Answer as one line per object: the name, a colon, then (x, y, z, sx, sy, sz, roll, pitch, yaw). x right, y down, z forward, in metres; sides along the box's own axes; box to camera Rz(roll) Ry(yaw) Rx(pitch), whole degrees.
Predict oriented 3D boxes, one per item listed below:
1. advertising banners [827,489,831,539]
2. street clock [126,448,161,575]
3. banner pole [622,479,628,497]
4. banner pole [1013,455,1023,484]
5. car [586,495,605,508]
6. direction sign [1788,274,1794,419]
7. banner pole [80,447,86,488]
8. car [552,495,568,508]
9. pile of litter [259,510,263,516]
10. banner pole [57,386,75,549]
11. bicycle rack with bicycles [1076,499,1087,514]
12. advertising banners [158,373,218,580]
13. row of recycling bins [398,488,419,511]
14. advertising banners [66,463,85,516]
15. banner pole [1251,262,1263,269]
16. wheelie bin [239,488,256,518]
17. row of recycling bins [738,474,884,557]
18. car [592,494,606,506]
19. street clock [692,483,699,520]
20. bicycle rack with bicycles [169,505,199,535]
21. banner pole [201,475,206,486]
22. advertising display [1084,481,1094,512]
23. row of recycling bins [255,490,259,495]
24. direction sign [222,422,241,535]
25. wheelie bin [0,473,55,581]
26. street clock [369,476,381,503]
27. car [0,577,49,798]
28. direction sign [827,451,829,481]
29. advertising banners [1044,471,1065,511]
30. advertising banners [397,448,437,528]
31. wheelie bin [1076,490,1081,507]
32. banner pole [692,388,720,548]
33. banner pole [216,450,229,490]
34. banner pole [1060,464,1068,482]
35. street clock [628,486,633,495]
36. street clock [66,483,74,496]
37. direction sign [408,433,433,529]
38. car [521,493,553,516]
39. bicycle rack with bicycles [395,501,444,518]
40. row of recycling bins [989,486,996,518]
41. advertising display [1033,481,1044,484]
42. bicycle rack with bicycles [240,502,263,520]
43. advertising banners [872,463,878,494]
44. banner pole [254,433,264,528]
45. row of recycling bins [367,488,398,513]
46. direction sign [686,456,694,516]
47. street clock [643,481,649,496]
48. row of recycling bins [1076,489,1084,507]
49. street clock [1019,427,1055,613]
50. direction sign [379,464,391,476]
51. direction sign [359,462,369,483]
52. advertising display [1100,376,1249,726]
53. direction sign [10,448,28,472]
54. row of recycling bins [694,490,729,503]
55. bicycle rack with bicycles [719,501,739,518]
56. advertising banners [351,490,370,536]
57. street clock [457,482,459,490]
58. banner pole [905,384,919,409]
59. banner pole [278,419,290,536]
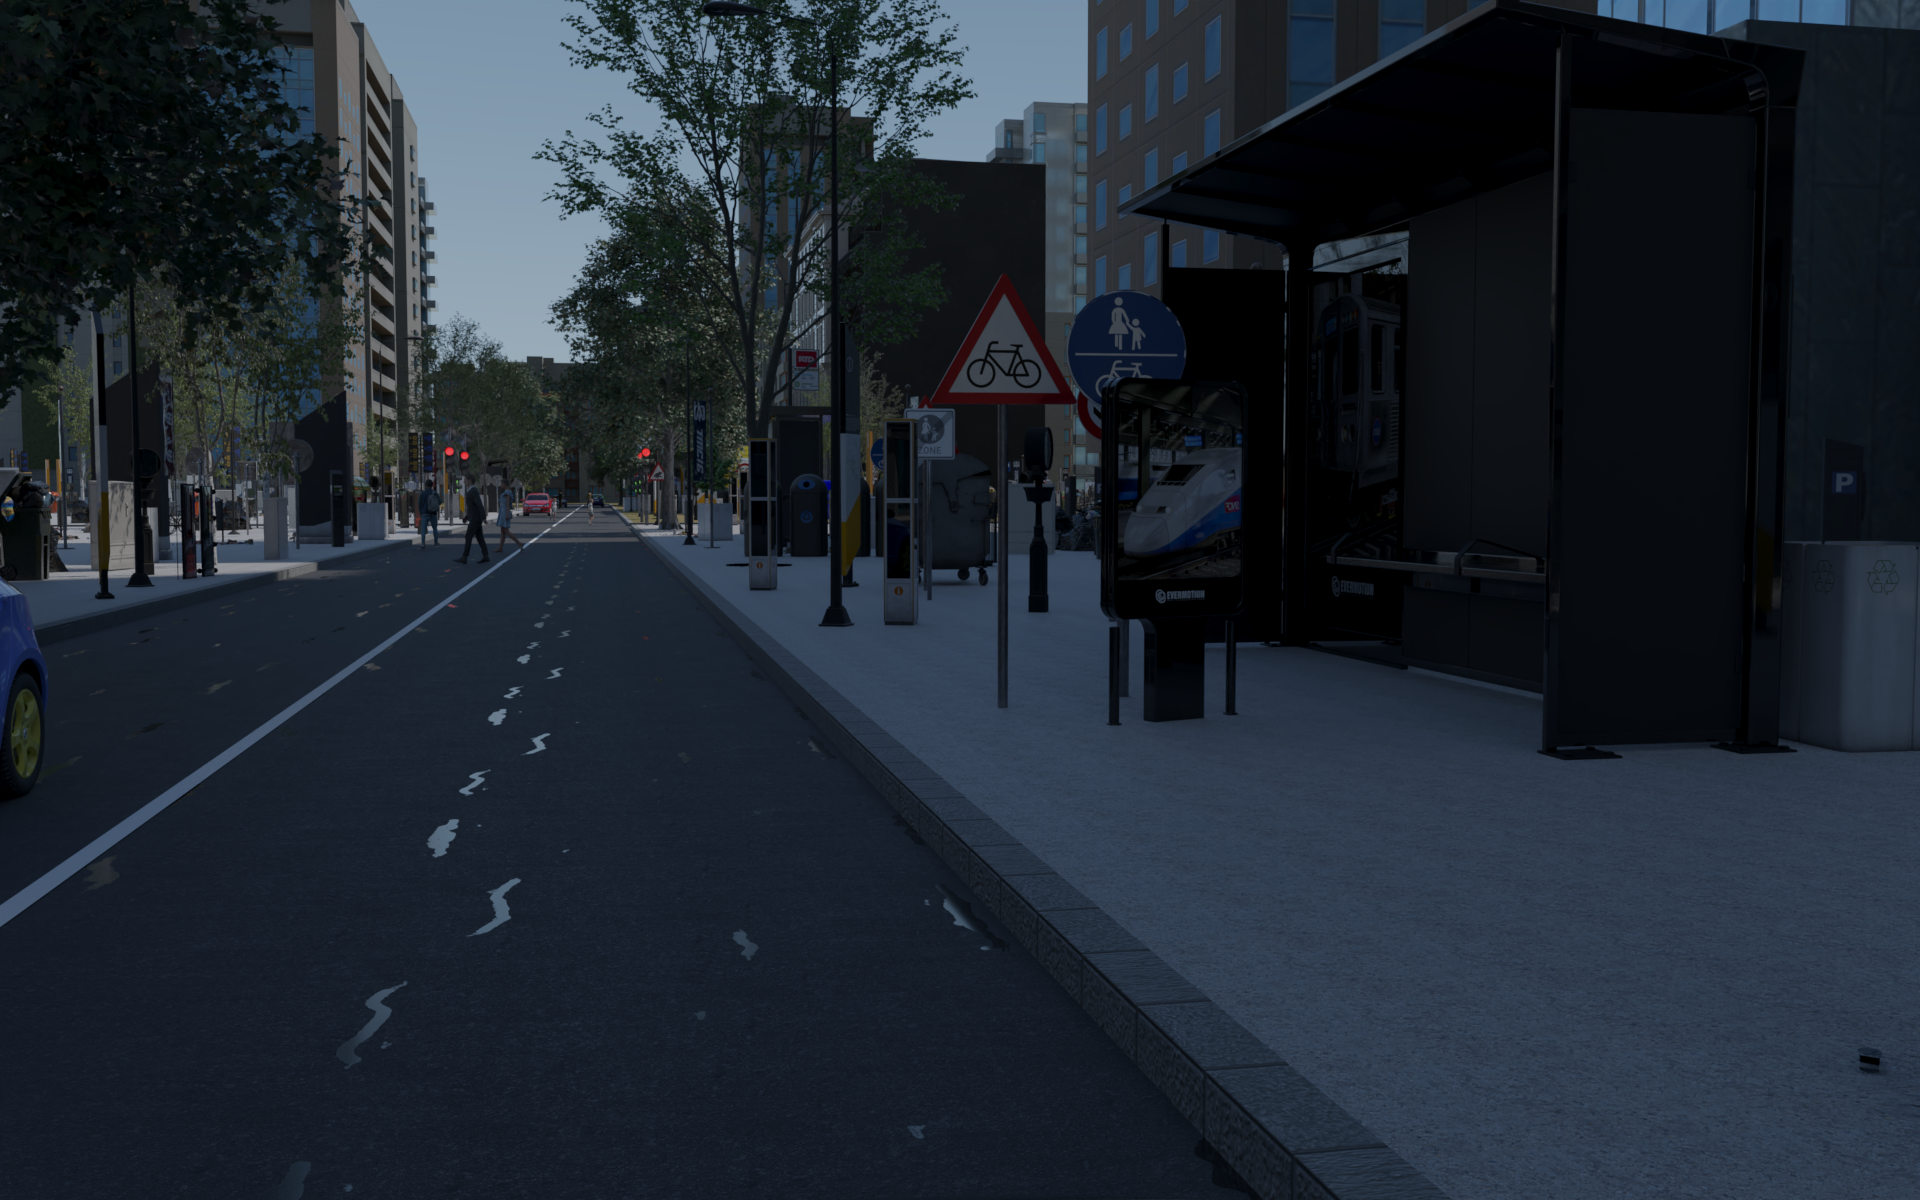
advertising banners: (-3.907, -3.307, 50.262, 0.090, 3.025, 2.074, -1, 4, -18)
street clock: (-12.881, -1.394, 27.370, 0.471, 2.002, 0.358, -3, 5, -41)
banner pole: (-28.994, -9.788, 150.052, 0.401, 3.779, 0.863, 2, 4, 31)
banner pole: (3.786, -7.418, 111.298, 0.863, 3.779, 0.401, 1, 4, 11)
car: (-38.397, -10.388, 182.424, 1.945, 1.354, 3.894, -1, 4, -11)
direction sign: (8.164, -1.594, 18.060, 0.876, 3.537, 0.379, 1, 4, 17)
banner pole: (-45.379, -6.091, 89.613, 0.863, 3.779, 0.401, 3, 5, 41)
car: (-42.038, -10.328, 181.438, 1.945, 1.354, 3.894, -1, 4, -12)
pile of litter: (-40.172, -5.338, 101.240, 1.719, 0.858, 1.176, -1, 4, -12)
banner pole: (-20.942, -3.081, 40.392, 0.401, 3.779, 0.863, -2, 4, -32)
bicycle rack with bicycles: (9.407, -6.675, 122.524, 2.925, 0.926, 2.852, 2, 4, 33)
advertising banners: (-11.668, -1.834, 26.180, 0.090, 3.025, 2.074, 0, 4, -4)
row of recycling bins: (-38.850, -6.934, 120.481, 3.534, 1.692, 1.069, 1, 4, 14)
advertising banners: (-50.463, -6.275, 98.791, 2.074, 3.025, 0.090, 2, 4, 29)
banner pole: (2.985, -1.758, 18.768, 0.863, 3.779, 0.401, -1, 4, -14)
wheelie bin: (-38.811, -5.294, 94.467, 0.980, 1.594, 0.693, -1, 4, -23)
row of recycling bins: (-2.702, -1.740, 35.564, 3.534, 1.692, 1.069, 0, 4, 3)
car: (-44.418, -12.251, 212.095, 2.131, 1.459, 4.920, -1, 4, -12)
street clock: (-12.866, -4.887, 84.471, 0.358, 2.002, 0.471, 1, 4, 20)
bicycle rack with bicycles: (-25.187, -2.531, 54.762, 2.925, 0.926, 2.852, 1, 4, 23)
banner pole: (-45.631, -7.010, 104.633, 0.863, 3.779, 0.401, 0, 4, -3)
advertising display: (6.388, -4.834, 84.241, 0.123, 1.923, 0.974, -2, 4, -34)
row of recycling bins: (-54.312, -7.938, 136.894, 3.534, 1.692, 1.069, -3, 4, -36)
direction sign: (-22.998, -3.838, 54.754, 0.379, 3.537, 0.876, 1, 4, 11)
wheelie bin: (-13.937, -1.097, 25.848, 0.693, 1.594, 0.980, -1, 4, -13)
street clock: (-23.140, -3.918, 68.631, 0.471, 2.002, 0.358, 1, 4, 22)
car: (-4.986, 0.171, 6.799, 1.945, 1.707, 3.694, -1, 4, -12)
direction sign: (-6.910, -6.050, 90.906, 0.379, 3.537, 0.876, -1, 4, -10)
advertising banners: (3.454, -4.150, 64.048, 0.090, 3.025, 2.074, 2, 4, 34)
advertising banners: (-20.351, -4.209, 65.006, 2.074, 3.025, 0.090, 2, 4, 29)
wheelie bin: (8.357, -7.233, 126.171, 0.980, 1.594, 0.693, 1, 4, 19)
banner pole: (-6.011, -3.104, 40.771, 0.401, 3.779, 0.863, 2, 4, 34)
banner pole: (-42.319, -6.682, 99.262, 0.863, 3.779, 0.401, 0, 4, 2)
banner pole: (8.671, -9.467, 144.805, 0.863, 3.779, 0.401, 1, 4, 9)
street clock: (-27.692, -8.629, 145.650, 0.471, 2.002, 0.358, 3, 5, 45)
street clock: (-57.291, -6.542, 111.529, 0.471, 2.002, 0.358, 2, 4, 26)
direction sign: (-19.867, -4.396, 63.870, 0.876, 3.537, 0.379, 0, 4, -1)
car: (-27.626, -6.383, 113.408, 2.155, 1.783, 4.494, -1, 4, -10)
bicycle rack with bicycles: (-29.777, -4.984, 94.875, 2.925, 0.926, 2.852, 3, 5, 42)
row of recycling bins: (2.775, -5.004, 88.928, 3.534, 1.692, 1.069, 0, 4, 3)
advertising display: (2.582, -3.374, 60.380, 0.123, 1.923, 0.974, -2, 4, -34)
bicycle rack with bicycles: (-34.951, -4.314, 83.909, 2.852, 0.926, 2.925, -3, 5, -45)
advertising banners: (-4.993, -5.559, 87.072, 2.074, 3.025, 0.090, -2, 4, -23)
banner pole: (-26.090, -4.554, 64.467, 0.863, 3.779, 0.401, 3, 5, 42)
row of recycling bins: (-37.783, -6.293, 109.996, 3.534, 1.692, 1.069, 0, 4, 3)
direction sign: (-15.879, -6.796, 103.110, 0.876, 3.537, 0.379, 0, 4, -7)
street clock: (-17.241, -5.544, 95.212, 0.358, 2.002, 0.471, 0, 4, -2)
row of recycling bins: (9.854, -8.221, 141.520, 1.069, 1.692, 3.534, 3, 4, 37)
street clock: (0.854, -0.869, 18.778, 0.358, 2.002, 0.471, 1, 4, 15)
direction sign: (-43.843, -8.567, 132.060, 0.876, 3.537, 0.379, -2, 4, -32)
direction sign: (-42.421, -8.033, 123.340, 0.379, 3.537, 0.876, 2, 4, 24)
advertising display: (1.218, -0.281, 9.802, 0.974, 1.923, 0.123, -2, 4, -32)
direction sign: (-49.436, -6.062, 91.115, 0.876, 3.537, 0.379, 0, 4, 3)
row of recycling bins: (-16.692, -6.750, 117.477, 3.534, 1.692, 1.069, -1, 4, -14)
bicycle rack with bicycles: (-12.313, -4.936, 94.090, 2.925, 0.926, 2.852, -2, 4, -34)
advertising banners: (-18.891, -3.431, 52.291, 2.074, 3.025, 0.090, -2, 4, -32)
street clock: (-30.142, -6.088, 104.107, 0.358, 2.002, 0.471, -2, 4, -31)
banner pole: (-1.091, -3.018, 39.365, 0.401, 3.779, 0.863, -2, 4, -23)
banner pole: (-20.650, -3.824, 52.534, 0.401, 3.779, 0.863, -3, 5, -39)
